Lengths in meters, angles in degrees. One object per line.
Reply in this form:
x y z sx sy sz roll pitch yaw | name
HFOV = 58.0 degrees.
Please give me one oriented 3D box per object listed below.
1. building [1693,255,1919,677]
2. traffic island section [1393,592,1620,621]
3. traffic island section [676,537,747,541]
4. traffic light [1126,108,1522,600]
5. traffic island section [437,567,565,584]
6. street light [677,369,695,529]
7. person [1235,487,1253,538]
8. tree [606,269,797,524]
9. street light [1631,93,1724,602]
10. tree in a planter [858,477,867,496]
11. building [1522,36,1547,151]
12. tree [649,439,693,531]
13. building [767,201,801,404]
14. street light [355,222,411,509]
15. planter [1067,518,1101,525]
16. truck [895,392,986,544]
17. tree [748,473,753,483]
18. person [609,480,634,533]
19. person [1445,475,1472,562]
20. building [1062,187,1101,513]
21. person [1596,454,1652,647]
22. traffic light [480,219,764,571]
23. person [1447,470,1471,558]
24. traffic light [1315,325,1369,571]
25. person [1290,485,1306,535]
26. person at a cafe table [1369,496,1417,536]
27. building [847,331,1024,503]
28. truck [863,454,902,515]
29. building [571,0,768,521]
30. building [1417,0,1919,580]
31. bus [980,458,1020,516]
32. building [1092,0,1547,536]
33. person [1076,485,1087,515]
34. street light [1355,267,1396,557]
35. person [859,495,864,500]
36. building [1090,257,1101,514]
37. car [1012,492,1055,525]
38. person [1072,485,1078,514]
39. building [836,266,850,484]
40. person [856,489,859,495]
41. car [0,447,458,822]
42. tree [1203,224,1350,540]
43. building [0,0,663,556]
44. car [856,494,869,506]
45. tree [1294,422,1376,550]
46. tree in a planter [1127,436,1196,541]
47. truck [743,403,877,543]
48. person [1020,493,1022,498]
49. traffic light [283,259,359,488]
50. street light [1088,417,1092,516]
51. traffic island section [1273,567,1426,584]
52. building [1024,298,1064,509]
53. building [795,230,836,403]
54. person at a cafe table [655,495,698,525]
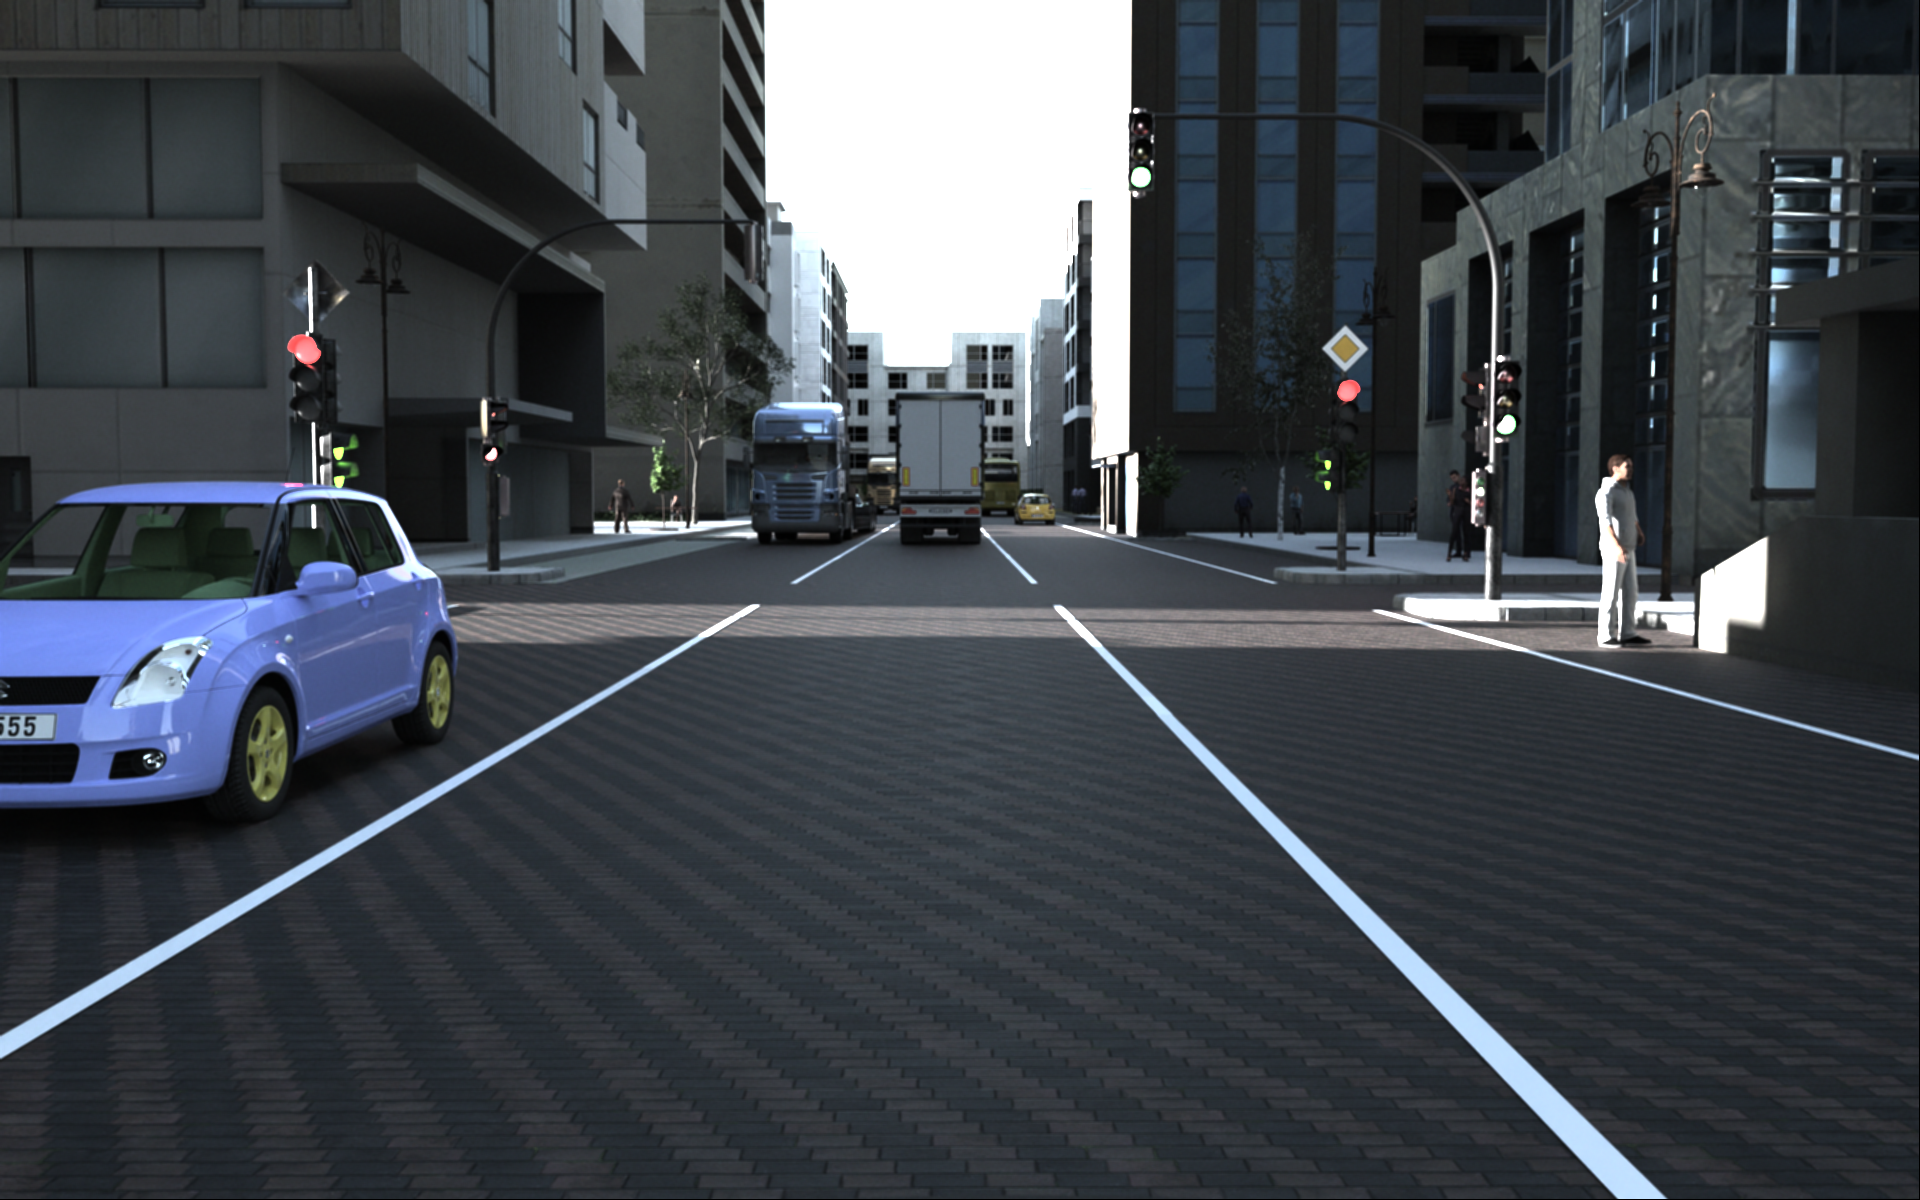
23.050 -19.349 8.237 32.217 40.220 23.993 0 4 0 | building
6.471 0.078 21.011 2.009 0.180 2.903 0 4 0 | traffic island section
-7.659 -1.882 53.644 1.991 0.108 1.994 0 4 0 | traffic island section
4.340 -2.818 20.740 4.771 5.953 1.251 0 4 0 | traffic light
-7.793 -0.404 28.890 2.009 0.180 2.903 0 4 0 | traffic island section
-10.064 -5.568 63.819 0.468 5.910 1.993 0 4 0 | street light
8.474 -2.599 51.232 0.574 1.496 0.600 2 4 35 | person
-11.192 -8.455 72.648 8.767 10.594 7.601 -1 4 -11 | tree
8.445 -2.921 20.549 0.468 5.910 1.993 0 4 0 | street light
-8.475 -9.839 158.095 1.991 3.239 1.994 0 4 0 | tree in a planter
20.055 -28.430 88.537 21.300 48.544 21.600 0 4 0 | building
-10.488 -4.059 60.965 1.663 3.219 1.824 0 3 0 | tree
-18.061 -15.504 109.906 16.016 20.091 11.380 0 4 0 | building
-9.844 -3.481 29.700 0.468 5.910 1.993 0 4 0 | street light
5.996 -3.642 80.691 1.991 0.319 1.994 0 4 0 | planter
-0.583 -3.928 53.139 2.839 4.237 11.283 0 4 0 | truck
-10.220 -5.881 90.758 1.663 3.219 1.824 0 3 0 | tree
-11.177 -3.100 57.280 0.990 1.755 0.434 2 4 26 | person
9.515 -1.555 32.932 0.593 1.643 0.415 -2 4 -29 | person
21.643 -17.614 131.966 27.936 21.610 32.646 0 4 0 | building
6.228 -0.464 16.241 0.875 1.805 0.789 -3 5 -40 | person
-5.661 -3.311 28.807 4.771 5.953 1.251 0 4 0 | traffic light
9.981 -1.729 34.763 0.568 1.767 0.683 -2 4 -35 | person
6.368 -2.444 28.882 0.839 4.253 0.868 0 4 0 | traffic light
10.589 -2.819 54.352 0.499 1.552 0.429 0 4 -1 | person
13.563 -2.585 53.122 1.726 1.238 1.698 0 4 3 | person at a cafe table
-1.041 -20.184 196.470 31.486 18.905 16.747 0 4 0 | building
-5.154 -8.244 123.701 2.839 4.237 11.283 0 4 1 | truck
-22.047 -28.644 92.031 21.300 48.544 21.600 0 4 0 | building
26.851 -44.218 35.638 31.000 86.520 22.319 0 4 0 | building
2.538 -7.631 116.314 2.896 3.916 12.252 0 4 0 | bus
12.365 -25.236 62.723 14.600 45.320 14.200 0 4 0 | building
7.578 -6.243 107.988 0.709 1.838 0.599 -1 4 -12 | person
8.449 -3.829 35.394 0.468 5.910 1.993 0 4 0 | street light
-8.967 -8.721 151.807 1.217 1.743 0.721 2 4 30 | person
16.481 -15.509 109.999 16.016 20.091 11.380 0 4 0 | building
3.494 -4.359 81.490 2.015 1.641 3.980 0 4 -2 | car
7.527 -6.430 111.044 0.599 1.838 0.709 -3 5 -41 | person
-27.429 -19.692 165.940 32.646 21.610 27.936 0 4 0 | building
-8.520 -8.213 142.408 0.705 1.869 1.348 0 4 3 | person
-3.841 0.055 8.689 1.945 1.707 3.694 0 4 1 | car
8.865 -5.971 47.985 4.360 8.622 3.978 0 3 0 | tree
-22.800 -27.605 40.579 28.713 52.752 27.495 0 4 0 | building
-4.955 -3.832 74.454 2.131 1.459 4.920 0 4 -1 | car
8.865 -2.780 40.052 1.663 3.219 1.824 0 3 0 | tree
6.212 -3.452 53.659 1.991 3.239 1.994 0 4 0 | tree in a planter
-4.528 -4.119 57.103 2.967 4.110 18.799 0 4 1 | truck
4.669 -7.889 137.582 1.348 1.812 0.705 3 5 41 | person
-7.690 -1.948 20.771 0.839 4.253 0.868 0 4 0 | traffic light
7.825 -7.989 103.407 0.468 5.910 1.993 0 4 0 | street light
6.408 -0.411 28.996 2.009 0.180 2.903 0 4 0 | traffic island section
15.453 -18.247 164.795 16.747 18.905 31.486 0 4 0 | building
-24.739 -17.630 132.218 27.936 21.610 32.646 0 4 0 | building
-11.684 -3.706 71.449 1.698 1.238 1.726 -1 4 -9 | person at a cafe table
